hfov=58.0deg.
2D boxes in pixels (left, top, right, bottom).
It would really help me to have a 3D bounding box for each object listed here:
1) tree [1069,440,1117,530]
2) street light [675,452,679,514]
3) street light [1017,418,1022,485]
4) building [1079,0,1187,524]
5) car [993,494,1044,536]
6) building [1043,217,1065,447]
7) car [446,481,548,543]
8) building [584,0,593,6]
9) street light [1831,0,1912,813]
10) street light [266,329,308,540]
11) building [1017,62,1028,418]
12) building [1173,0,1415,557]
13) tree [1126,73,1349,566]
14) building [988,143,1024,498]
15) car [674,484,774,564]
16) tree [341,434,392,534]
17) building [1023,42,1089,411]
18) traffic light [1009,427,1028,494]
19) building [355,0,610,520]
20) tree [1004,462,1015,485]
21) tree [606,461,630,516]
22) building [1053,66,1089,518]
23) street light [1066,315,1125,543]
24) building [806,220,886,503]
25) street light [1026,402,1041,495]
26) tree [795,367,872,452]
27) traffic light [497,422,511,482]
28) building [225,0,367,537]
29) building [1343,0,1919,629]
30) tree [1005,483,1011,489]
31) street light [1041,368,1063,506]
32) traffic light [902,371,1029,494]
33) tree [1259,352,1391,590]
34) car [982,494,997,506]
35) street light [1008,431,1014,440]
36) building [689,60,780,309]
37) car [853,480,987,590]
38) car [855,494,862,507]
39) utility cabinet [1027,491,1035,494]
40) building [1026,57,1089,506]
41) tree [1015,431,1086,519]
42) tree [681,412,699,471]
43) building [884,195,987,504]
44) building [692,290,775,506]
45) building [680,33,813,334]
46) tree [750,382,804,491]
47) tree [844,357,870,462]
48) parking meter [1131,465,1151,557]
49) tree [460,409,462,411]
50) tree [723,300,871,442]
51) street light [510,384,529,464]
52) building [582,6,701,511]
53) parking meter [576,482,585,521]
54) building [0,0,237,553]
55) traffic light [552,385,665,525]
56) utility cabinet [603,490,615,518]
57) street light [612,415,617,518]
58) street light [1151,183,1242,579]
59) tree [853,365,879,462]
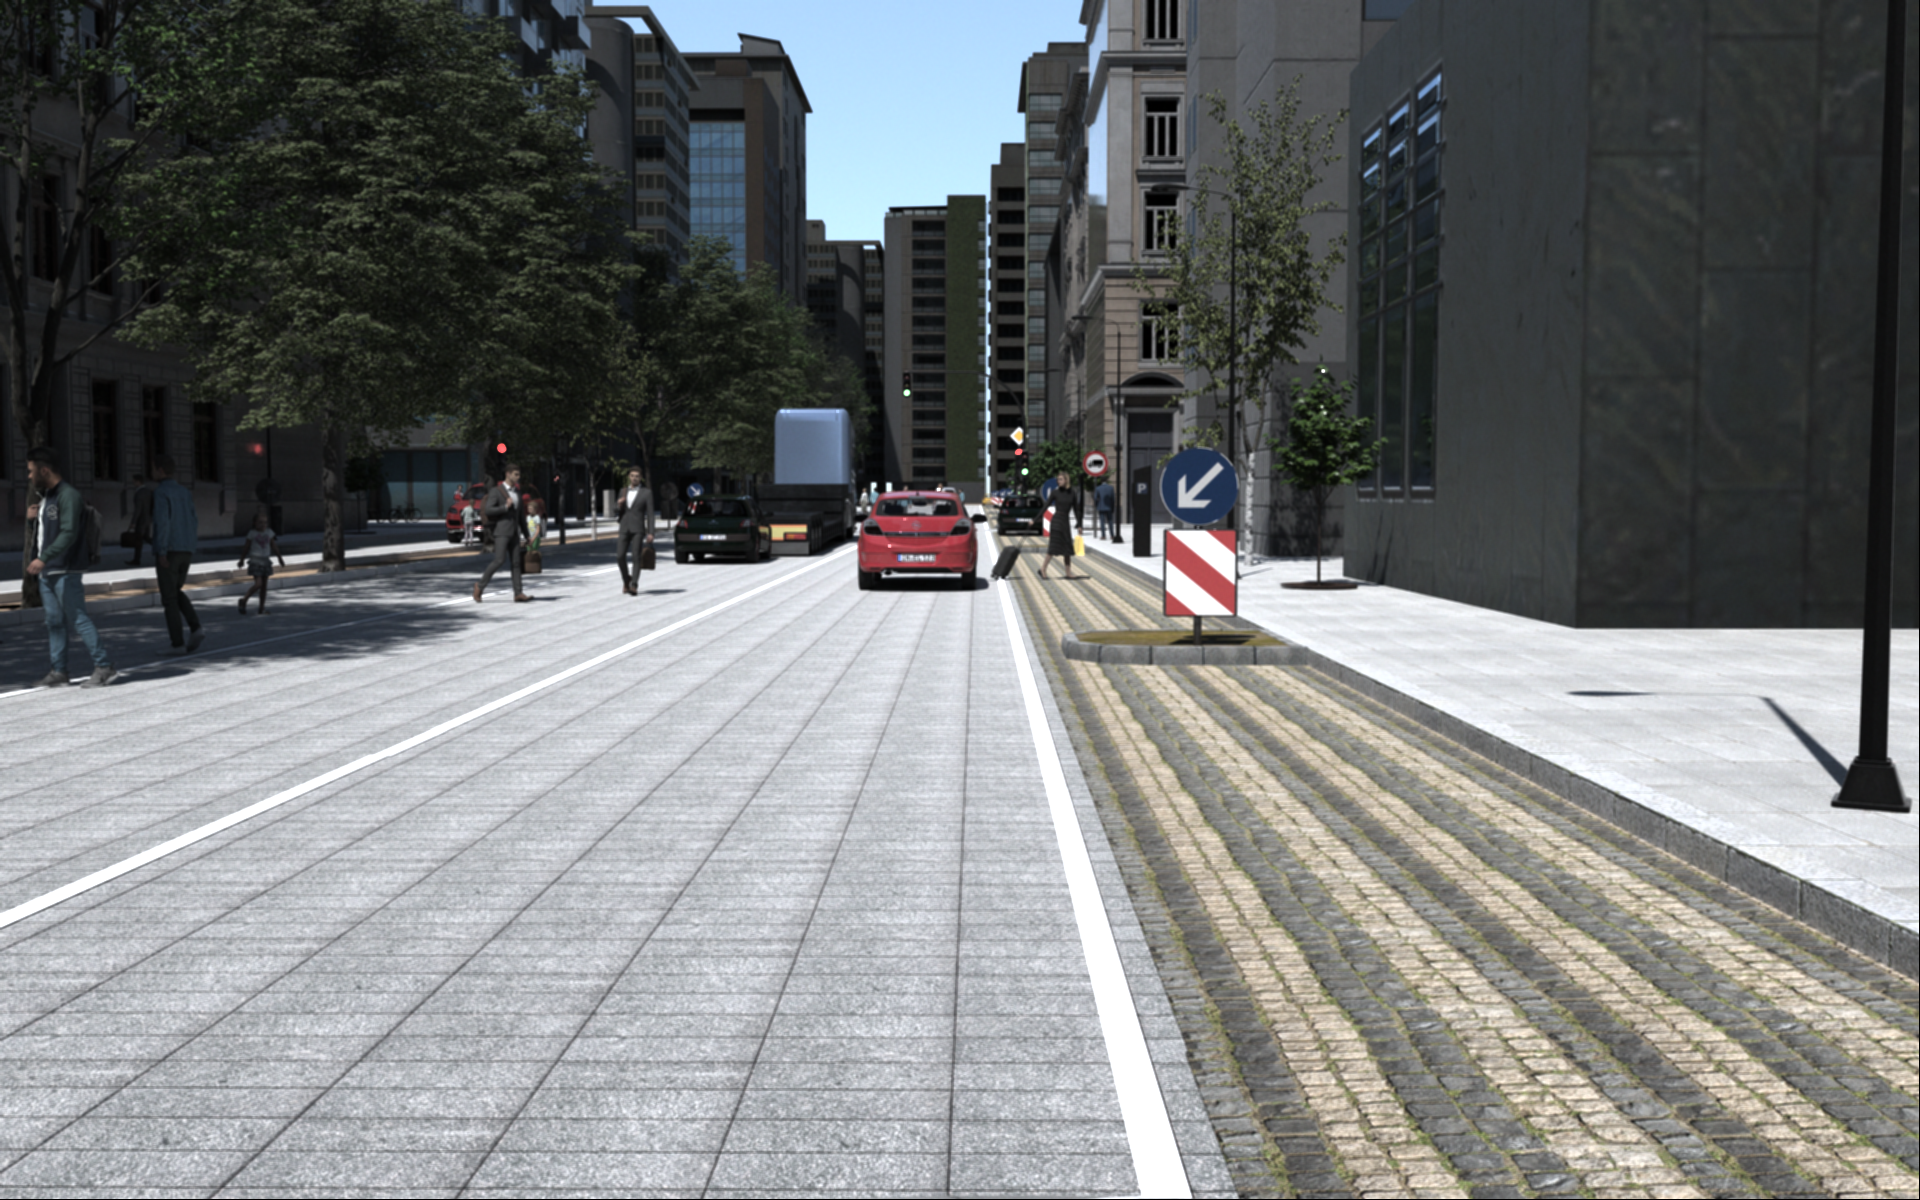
[{"bbox_3d":[4.752,-4.129,62.117,1.663,3.219,1.824,0,3,0],"label":"tree"},{"bbox_3d":[-17.808,-8.516,111.785,1.470,5.913,1.316,0,4,1],"label":"street light"},{"bbox_3d":[4.224,-8.180,106.282,1.470,5.913,1.316,0,4,1],"label":"street light"},{"bbox_3d":[15.823,-17.915,78.812,20.117,28.700,13.634,0,4,1],"label":"building"},{"bbox_3d":[2.174,-3.090,60.312,2.009,1.686,4.222,0,4,0],"label":"car"},{"bbox_3d":[13.930,-19.071,130.875,14.314,24.678,30.058,0,4,1],"label":"building"},{"bbox_3d":[-13.923,-2.667,52.278,2.281,1.827,5.304,0,3,0],"label":"car"},{"bbox_3d":[-56.611,-47.311,211.786,20.611,71.187,20.563,0,4,1],"label":"building"},{"bbox_3d":[3.219,-2.106,6.975,1.470,5.913,1.316,0,4,1],"label":"street light"},{"bbox_3d":[-18.559,-4.604,47.811,1.470,5.913,1.316,0,4,1],"label":"street light"},{"bbox_3d":[21.507,-37.827,207.709,28.713,52.752,27.495,0,4,1],"label":"building"},{"bbox_3d":[16.951,-30.918,47.511,21.231,58.520,28.212,0,4,1],"label":"building"},{"bbox_3d":[5.139,-4.931,30.989,4.737,8.622,4.395,0,3,0],"label":"tree"},{"bbox_3d":[14.736,-37.800,241.735,21.600,48.544,21.300,0,4,1],"label":"building"},{"bbox_3d":[-5.028,-1.667,37.047,2.009,1.686,4.222,0,4,-1],"label":"car"},{"bbox_3d":[-19.412,-3.737,55.704,1.663,3.219,1.824,0,3,0],"label":"tree"},{"bbox_3d":[17.974,-34.231,183.370,21.300,48.544,21.600,0,4,1],"label":"building"},{"bbox_3d":[2.442,-5.087,72.093,0.839,4.253,0.868,0,4,1],"label":"traffic light"},{"bbox_3d":[-33.344,-29.148,96.184,23.786,49.044,30.456,0,4,1],"label":"building"},{"bbox_3d":[5.509,-10.250,151.306,4.285,4.588,4.351,0,3,0],"label":"tree"},{"bbox_3d":[-19.736,-6.478,100.513,1.663,3.219,1.824,0,3,0],"label":"tree"},{"bbox_3d":[12.950,-19.344,103.658,14.401,28.519,23.554,0,4,1],"label":"building"},{"bbox_3d":[3.582,-4.435,45.047,1.470,5.913,1.316,0,4,1],"label":"street light"},{"bbox_3d":[-22.279,-34.019,248.094,23.993,40.220,32.217,0,4,1],"label":"building"},{"bbox_3d":[4.149,-7.016,87.246,1.470,5.913,1.316,0,4,1],"label":"street light"},{"bbox_3d":[-10.131,-11.089,118.181,8.767,10.594,7.601,0,4,1],"label":"tree"},{"bbox_3d":[-16.898,-4.609,64.285,0.839,4.253,0.868,0,4,1],"label":"traffic light"},{"bbox_3d":[-33.629,-15.846,56.350,25.104,27.353,12.463,0,4,1],"label":"building"},{"bbox_3d":[16.969,-42.573,8.747,22.319,86.520,31.000,0,4,1],"label":"building"},{"bbox_3d":[5.436,-11.283,179.070,1.663,3.219,1.824,0,3,0],"label":"tree"},{"bbox_3d":[3.859,-5.599,64.081,1.470,5.913,1.316,0,4,1],"label":"street light"},{"bbox_3d":[0.270,-5.463,63.988,4.771,5.953,1.251,0,4,1],"label":"traffic light"},{"bbox_3d":[4.785,-1.768,23.515,1.663,3.219,1.824,0,3,0],"label":"tree"},{"bbox_3d":[3.660,-12.462,213.983,2.015,1.641,3.980,0,4,3],"label":"car"},{"bbox_3d":[4.433,-9.432,126.749,1.470,5.913,1.316,0,4,1],"label":"street light"},{"bbox_3d":[-26.697,-32.608,183.247,14.600,45.320,14.200,0,4,1],"label":"building"},{"bbox_3d":[-0.638,-1.122,27.393,2.155,1.783,4.494,0,3,0],"label":"car"},{"bbox_3d":[-11.962,-11.304,194.610,2.009,1.686,4.222,0,4,2],"label":"car"},{"bbox_3d":[4.558,-6.390,113.162,0.318,1.500,1.173,-1,4,-16],"label":"utility cabinet"},{"bbox_3d":[13.306,-29.495,165.829,14.154,41.232,14.086,0,4,1],"label":"building"},{"bbox_3d":[5.252,-6.505,90.063,4.285,4.588,4.351,0,3,0],"label":"tree"},{"bbox_3d":[-19.443,-10.142,116.192,4.737,8.622,4.395,0,3,0],"label":"tree"},{"bbox_3d":[-3.331,-33.958,238.806,14.086,41.232,14.154,0,4,1],"label":"building"},{"bbox_3d":[-32.505,-19.406,162.327,27.650,21.520,28.899,0,4,1],"label":"building"},{"bbox_3d":[-32.605,-37.814,207.497,27.495,52.752,28.713,0,4,1],"label":"building"},{"bbox_3d":[-10.550,-9.007,100.088,4.360,8.622,3.978,0,3,0],"label":"tree"},{"bbox_3d":[-10.461,-12.549,125.753,7.486,12.596,7.792,0,3,0],"label":"tree"},{"bbox_3d":[3.693,-1.810,35.312,0.399,1.863,0.255,0,4,7],"label":"parking meter"},{"bbox_3d":[-20.208,-7.751,77.099,4.360,8.622,3.978,0,3,0],"label":"tree"},{"bbox_3d":[-10.659,-11.950,108.210,12.009,13.543,11.850,0,3,0],"label":"tree"},{"bbox_3d":[-18.331,-6.132,72.804,1.470,5.913,1.316,0,4,1],"label":"street light"},{"bbox_3d":[-34.178,-27.078,134.604,32.217,40.220,23.993,0,4,1],"label":"building"},{"bbox_3d":[-18.416,-4.797,84.144,0.399,1.863,0.255,-2,4,-27],"label":"parking meter"},{"bbox_3d":[-25.939,-12.435,39.466,11.583,22.565,21.152,0,4,1],"label":"building"},{"bbox_3d":[-14.726,-5.970,72.284,4.771,5.953,1.251,0,4,1],"label":"traffic light"},{"bbox_3d":[-18.510,-5.055,91.334,0.318,1.500,1.173,0,4,4],"label":"utility cabinet"},{"bbox_3d":[-18.049,-7.352,92.751,1.470,5.913,1.316,0,4,1],"label":"street light"},{"bbox_3d":[3.546,-3.270,26.011,1.470,5.913,1.316,0,4,1],"label":"street light"},{"bbox_3d":[-10.093,-12.621,134.569,9.928,11.665,9.643,0,3,0],"label":"tree"}]
